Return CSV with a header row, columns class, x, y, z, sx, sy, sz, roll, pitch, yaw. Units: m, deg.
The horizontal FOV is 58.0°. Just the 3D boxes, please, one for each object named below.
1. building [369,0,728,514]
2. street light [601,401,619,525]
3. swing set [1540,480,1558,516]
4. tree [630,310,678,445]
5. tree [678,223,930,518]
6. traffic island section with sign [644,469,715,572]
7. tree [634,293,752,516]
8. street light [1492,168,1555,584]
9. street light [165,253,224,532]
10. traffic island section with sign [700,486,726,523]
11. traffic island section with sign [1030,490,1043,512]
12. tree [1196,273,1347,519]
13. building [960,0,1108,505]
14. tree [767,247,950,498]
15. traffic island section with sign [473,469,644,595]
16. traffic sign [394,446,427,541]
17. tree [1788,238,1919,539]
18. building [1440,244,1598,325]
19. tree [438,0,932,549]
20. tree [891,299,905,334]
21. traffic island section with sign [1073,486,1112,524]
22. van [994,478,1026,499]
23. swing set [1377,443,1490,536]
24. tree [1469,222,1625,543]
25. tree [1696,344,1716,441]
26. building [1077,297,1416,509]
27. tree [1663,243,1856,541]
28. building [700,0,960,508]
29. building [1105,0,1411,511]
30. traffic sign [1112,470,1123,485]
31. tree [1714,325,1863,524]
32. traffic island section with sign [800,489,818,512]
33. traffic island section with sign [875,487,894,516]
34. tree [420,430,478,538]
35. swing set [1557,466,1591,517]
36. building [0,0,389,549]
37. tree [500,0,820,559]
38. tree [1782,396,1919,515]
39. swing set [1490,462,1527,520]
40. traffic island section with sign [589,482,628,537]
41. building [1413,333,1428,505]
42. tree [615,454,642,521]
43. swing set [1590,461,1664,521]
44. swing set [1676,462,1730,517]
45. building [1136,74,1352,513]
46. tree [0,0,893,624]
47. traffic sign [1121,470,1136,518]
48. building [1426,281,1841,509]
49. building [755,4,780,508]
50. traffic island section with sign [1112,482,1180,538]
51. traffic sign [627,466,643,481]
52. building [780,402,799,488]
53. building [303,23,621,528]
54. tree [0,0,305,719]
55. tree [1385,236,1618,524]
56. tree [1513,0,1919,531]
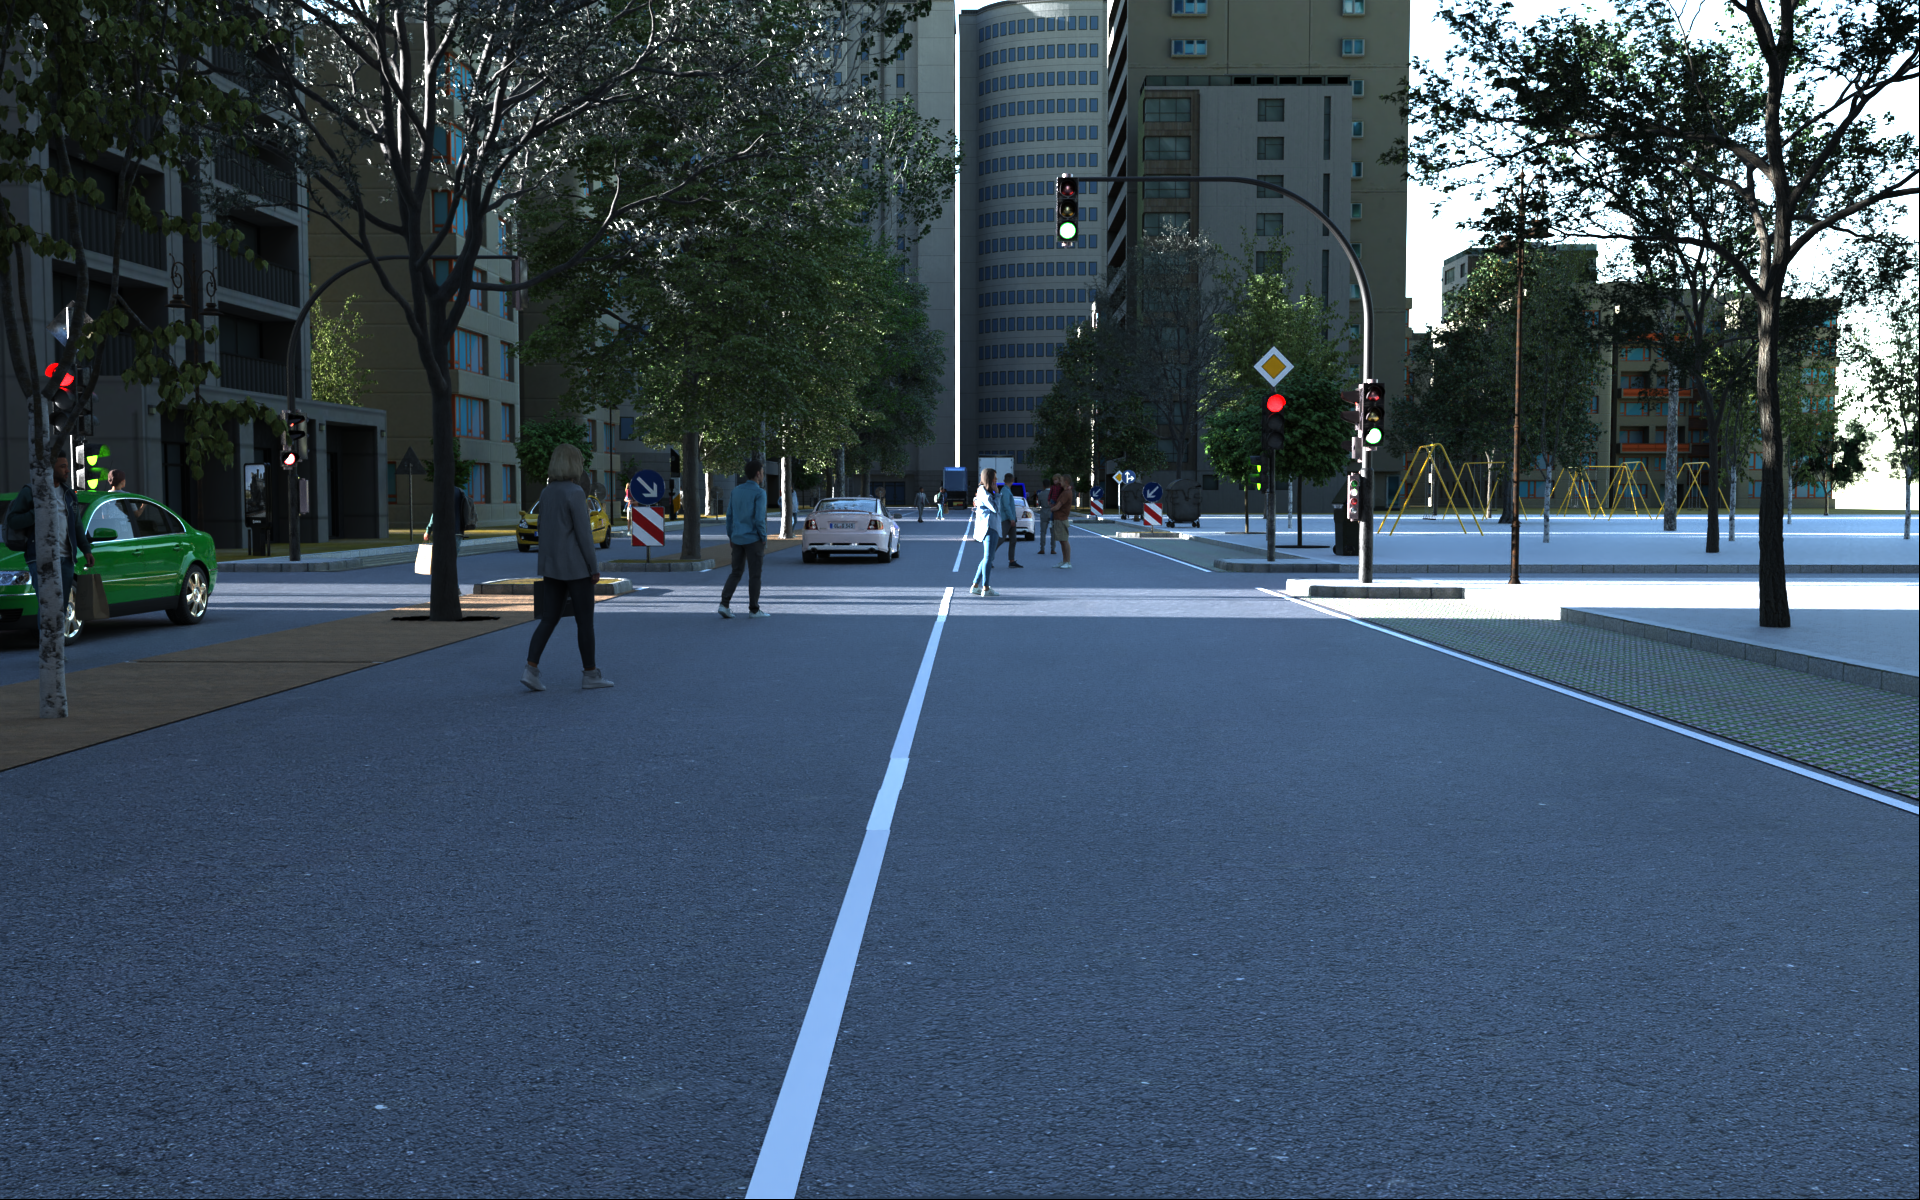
class,x,y,z,sx,sy,sz,roll,pitch,yaw
building,-26.737,-35.446,121.540,21.231,58.520,28.212,0,4,1
street light,-14.399,-6.036,71.478,0.468,5.910,1.993,0,4,1
swing set,35.722,-6.307,100.738,2.862,2.851,3.119,3,4,38
tree,-14.037,-10.200,92.527,9.928,11.665,9.643,0,3,0
tree,-4.897,-8.395,65.464,9.928,11.665,9.643,0,3,0
traffic island section with sign,-5.792,-1.510,32.825,2.006,1.907,1.989,0,4,1
tree,-14.766,-11.957,102.146,9.857,13.997,8.962,0,3,0
street light,7.919,-3.166,24.557,0.468,5.910,1.993,0,4,1
street light,-14.722,-3.710,33.449,0.468,5.910,1.993,0,4,1
traffic island section with sign,-11.907,-4.659,84.795,1.989,1.847,2.006,0,4,1
traffic island section with sign,7.324,-9.365,161.745,1.989,1.847,2.006,0,4,1
tree,16.033,-10.494,89.706,7.486,12.596,7.792,0,3,0
building,13.957,-40.502,204.201,28.212,58.520,21.231,0,4,1
tree,-4.982,-11.059,89.925,9.857,13.997,8.962,0,3,0
traffic island section with sign,-5.880,-1.057,25.418,2.006,1.907,1.989,0,4,1
traffic sign,-14.919,-2.877,47.036,0.884,2.594,0.081,0,4,1
tree,26.762,-6.038,49.089,4.360,8.622,3.978,0,3,0
building,64.529,-26.279,201.361,14.107,30.474,14.160,0,4,1
tree,-6.411,-11.424,45.131,12.611,20.169,13.585,0,3,0
tree,-5.651,-8.251,55.484,7.486,12.596,7.792,0,3,0
traffic island section with sign,6.518,-4.646,84.592,1.989,1.847,2.006,0,4,1
van,2.695,-5.719,97.886,2.240,2.365,5.245,0,4,-1
swing set,14.822,-3.484,54.584,2.862,2.851,3.119,0,4,6
tree,15.584,-5.842,45.882,4.360,8.622,3.978,0,3,0
tree,35.868,-7.922,79.883,4.737,8.622,4.395,0,3,0
building,25.982,-19.678,166.779,27.650,21.520,28.899,0,4,1
tree,21.369,-5.918,47.121,4.360,8.622,3.978,0,3,0
building,-14.578,-40.532,204.701,28.212,58.520,21.231,0,4,1
building,23.303,-31.600,140.358,21.300,48.544,21.600,0,4,1
traffic sign,8.769,-5.833,95.105,0.795,2.593,0.064,0,4,3
tree,35.579,-7.532,73.510,4.737,8.622,4.395,0,3,0
traffic island section with sign,-11.379,-7.740,135.173,1.989,1.847,2.006,0,4,1
traffic island section with sign,-5.008,-6.105,107.960,2.006,1.907,1.989,0,4,1
tree,-14.774,-3.417,50.465,1.663,3.219,1.824,0,3,0
swing set,35.650,-6.054,96.601,3.119,2.851,2.862,-1,4,-10
building,-26.993,-37.061,44.195,20.563,71.187,20.611,0,4,1
tree,-5.564,-7.012,35.224,7.486,12.596,7.792,0,3,0
tree,59.210,-8.439,100.887,20.602,7.101,11.467,0,4,1
swing set,25.864,-5.347,85.046,2.862,2.851,3.119,-2,4,-25
traffic island section with sign,-12.187,-3.010,57.841,1.989,1.847,2.006,0,4,1
building,42.552,-22.253,208.883,28.899,21.520,27.650,0,4,1
tree,-15.818,-5.491,84.377,1.663,3.219,1.824,0,3,0
swing set,32.745,-5.308,84.407,2.862,2.851,3.119,0,4,6
swing set,36.486,-5.400,85.912,2.862,2.851,3.119,0,4,5
building,19.407,-21.494,123.129,14.160,30.474,14.107,0,4,1
tree,-5.773,-6.493,18.990,12.009,13.543,11.850,0,3,0
traffic sign,8.856,-5.563,91.053,0.768,2.556,0.104,0,4,5
building,63.482,-19.702,167.172,28.899,21.520,27.650,0,4,1
building,-27.231,-31.988,146.711,21.300,48.544,21.600,0,4,1
traffic island section with sign,6.230,-2.998,57.638,1.989,1.847,2.006,0,4,1
traffic sign,-14.508,-4.735,77.518,0.768,2.556,0.104,0,4,1
building,-23.514,-24.632,174.433,14.107,30.474,14.160,0,4,1
building,-32.264,-14.277,78.462,27.650,21.520,28.899,0,4,1
tree,-5.746,-3.531,10.556,4.737,8.622,4.395,0,3,0
tree,23.905,-9.683,75.324,9.611,12.733,9.660,0,3,0
tree,25.809,-12.416,58.893,12.611,20.169,13.585,0,3,0
